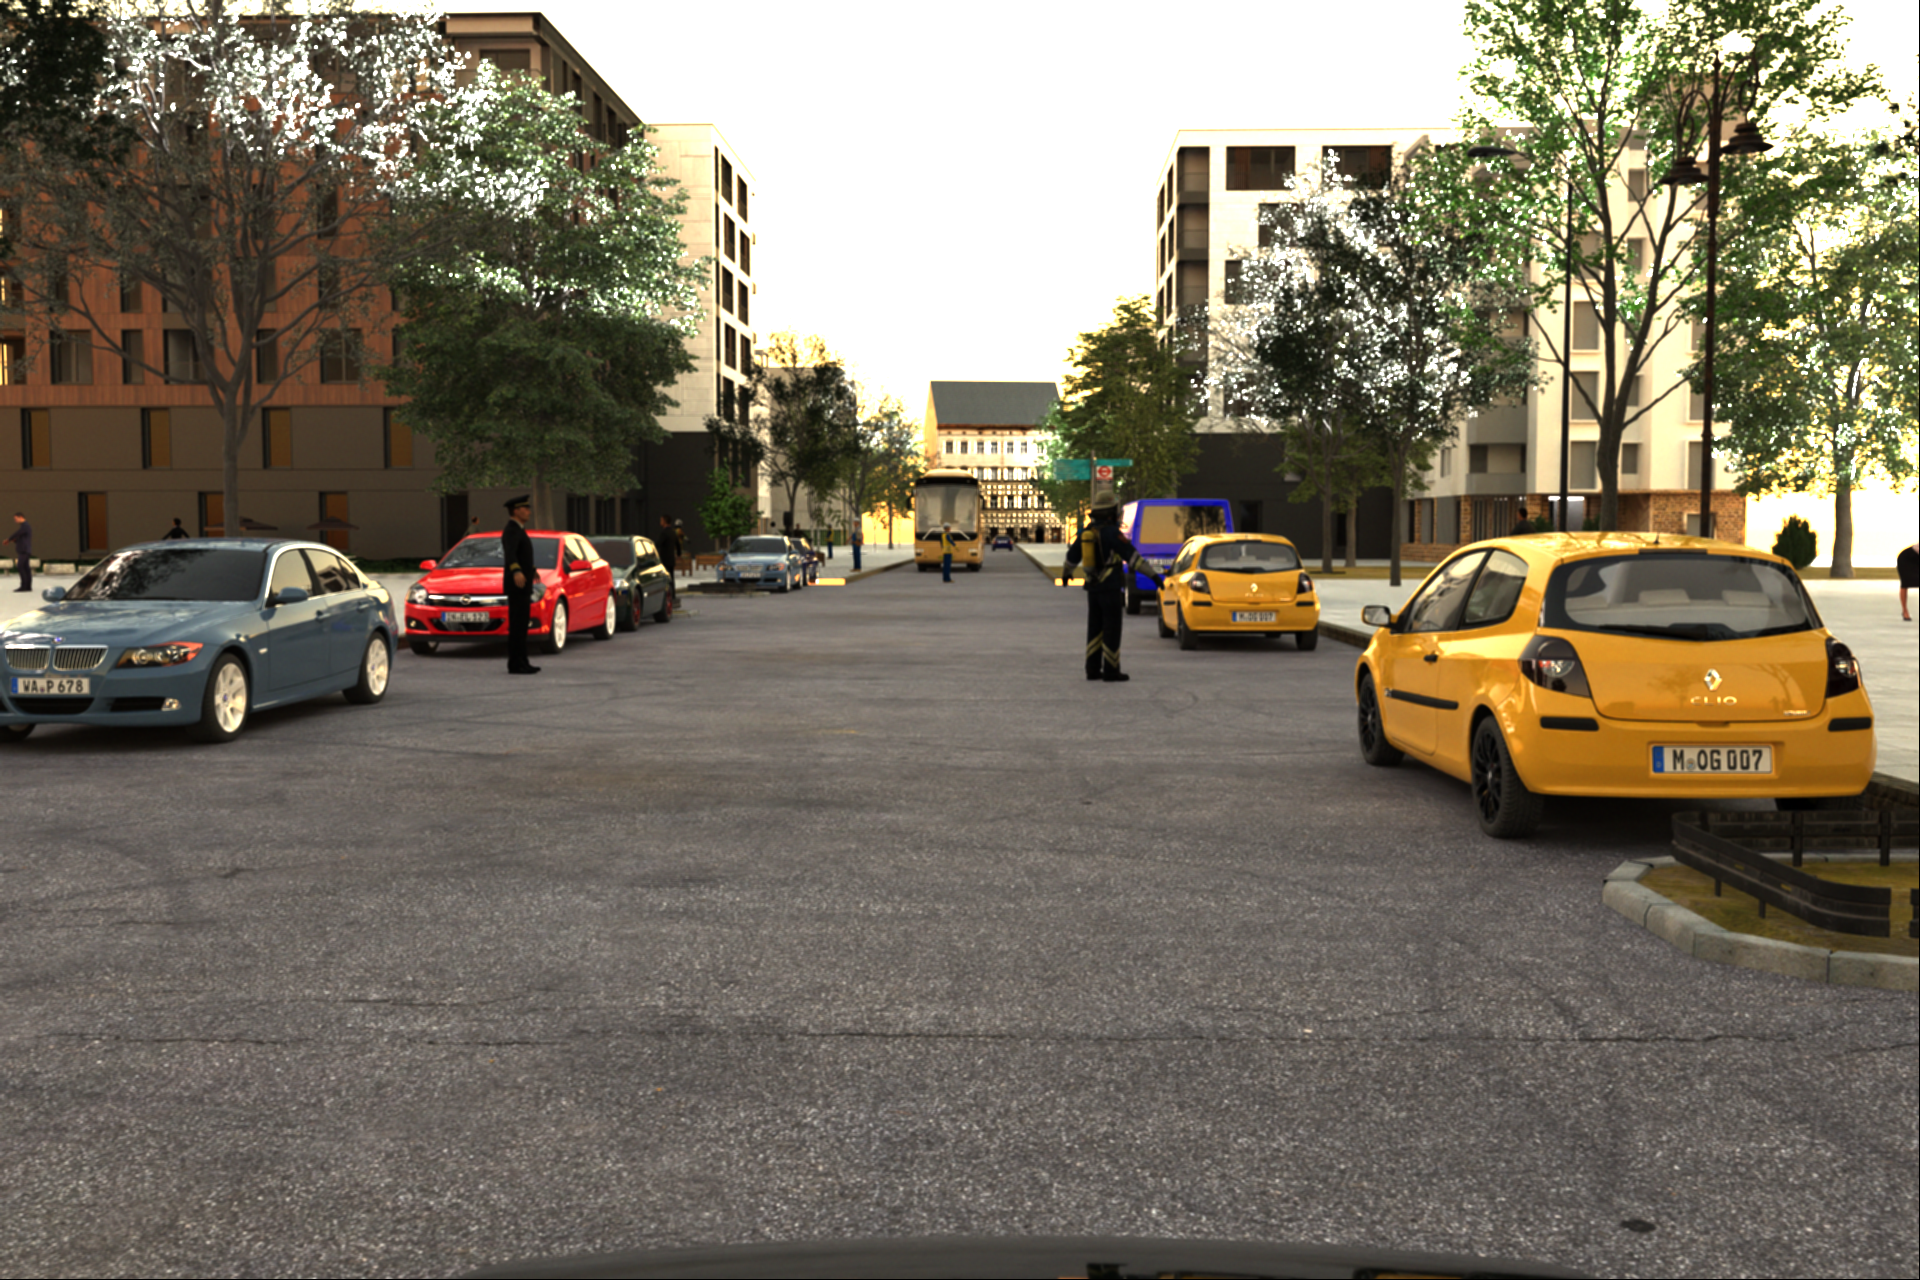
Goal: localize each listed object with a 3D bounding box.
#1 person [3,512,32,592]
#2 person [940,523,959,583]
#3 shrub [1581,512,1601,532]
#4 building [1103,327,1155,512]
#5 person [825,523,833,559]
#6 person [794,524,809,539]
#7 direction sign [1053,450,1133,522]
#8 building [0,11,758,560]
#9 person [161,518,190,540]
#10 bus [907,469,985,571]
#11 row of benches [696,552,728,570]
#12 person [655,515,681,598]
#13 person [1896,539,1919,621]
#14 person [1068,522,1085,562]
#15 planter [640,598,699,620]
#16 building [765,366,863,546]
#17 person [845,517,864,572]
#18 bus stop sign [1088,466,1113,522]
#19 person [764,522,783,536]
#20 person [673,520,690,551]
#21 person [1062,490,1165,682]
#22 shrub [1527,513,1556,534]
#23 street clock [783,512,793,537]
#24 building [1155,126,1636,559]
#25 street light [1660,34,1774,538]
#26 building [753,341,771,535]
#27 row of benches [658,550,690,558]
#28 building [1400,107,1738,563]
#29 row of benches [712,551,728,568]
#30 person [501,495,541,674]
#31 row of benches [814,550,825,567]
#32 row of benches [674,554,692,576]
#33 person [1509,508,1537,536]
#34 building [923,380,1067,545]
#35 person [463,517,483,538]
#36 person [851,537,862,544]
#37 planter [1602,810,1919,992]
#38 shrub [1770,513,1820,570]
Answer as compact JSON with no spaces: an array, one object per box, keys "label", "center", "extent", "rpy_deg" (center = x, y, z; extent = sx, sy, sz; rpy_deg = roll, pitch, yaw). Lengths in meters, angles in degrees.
[{"label":"person","center":[-20.986,-1.963,38.584],"extent":[0.568,1.767,0.683],"rpy_deg":[-2,4,-26]},{"label":"person","center":[-0.301,-2.590,51.264],"extent":[0.721,1.772,1.216],"rpy_deg":[-1,4,-22]},{"label":"shrub","center":[22.654,-3.518,61.567],"extent":[1.661,2.075,1.752],"rpy_deg":[0,3,0]},{"label":"building","center":[29.130,-20.963,186.720],"extent":[27.936,21.610,32.646],"rpy_deg":[0,4,1]},{"label":"person","center":[-6.725,-5.088,89.151],"extent":[0.705,1.833,1.349],"rpy_deg":[0,4,7]},{"label":"person","center":[-8.161,-4.975,87.482],"extent":[1.346,1.812,0.704],"rpy_deg":[-3,4,-36]},{"label":"direction sign","center":[4.222,-4.023,54.532],"extent":[2.525,3.948,1.411],"rpy_deg":[0,3,0]},{"label":"building","center":[-26.277,-14.731,84.824],"extent":[27.936,21.610,32.646],"rpy_deg":[0,4,2]},{"label":"person","center":[-22.754,-2.659,50.193],"extent":[0.721,1.740,1.216],"rpy_deg":[1,4,22]},{"label":"bus","center":[-0.344,-4.774,69.594],"extent":[2.896,3.916,12.252],"rpy_deg":[0,4,2]},{"label":"row of benches","center":[-7.310,-2.772,60.790],"extent":[4.104,0.672,1.422],"rpy_deg":[1,4,21]},{"label":"person","center":[-5.686,-1.515,33.459],"extent":[0.704,1.802,1.346],"rpy_deg":[1,4,20]},{"label":"person","center":[14.211,-0.994,25.483],"extent":[0.799,1.438,0.628],"rpy_deg":[3,4,36]},{"label":"person","center":[5.599,-4.476,79.303],"extent":[1.347,1.817,0.704],"rpy_deg":[-1,4,-15]},{"label":"planter","center":[-5.593,-0.542,29.995],"extent":[1.991,0.319,1.994],"rpy_deg":[0,4,1]},{"label":"building","center":[-20.666,-20.314,198.597],"extent":[16.747,18.905,31.486],"rpy_deg":[0,4,1]},{"label":"person","center":[-3.549,-3.257,59.105],"extent":[0.705,1.847,1.347],"rpy_deg":[-2,4,-30]},{"label":"bus stop sign","center":[4.936,-4.416,60.911],"extent":[0.855,3.939,0.416],"rpy_deg":[0,4,1]},{"label":"person","center":[-8.030,-4.184,74.589],"extent":[1.347,1.806,0.705],"rpy_deg":[1,4,22]},{"label":"person","center":[-11.147,-3.852,68.747],"extent":[0.705,1.858,1.354],"rpy_deg":[-3,5,-41]},{"label":"person","center":[1.435,-0.533,16.952],"extent":[0.705,1.856,1.354],"rpy_deg":[-3,5,-41]},{"label":"shrub","center":[21.917,-3.771,65.702],"extent":[1.661,2.075,1.752],"rpy_deg":[0,3,0]},{"label":"street clock","center":[-5.558,-3.138,55.884],"extent":[0.358,2.002,0.471],"rpy_deg":[0,4,2]},{"label":"building","center":[25.424,-15.878,103.577],"extent":[27.936,21.610,32.646],"rpy_deg":[0,4,2]},{"label":"street light","center":[7.224,-2.686,16.701],"extent":[0.468,5.910,1.993],"rpy_deg":[0,4,1]},{"label":"building","center":[-24.973,-18.968,166.544],"extent":[16.016,20.090,11.380],"rpy_deg":[0,4,2]},{"label":"row of benches","center":[-12.126,-3.120,66.476],"extent":[4.104,0.672,1.422],"rpy_deg":[-3,5,-40]},{"label":"building","center":[26.531,-13.877,83.315],"extent":[16.016,20.090,11.380],"rpy_deg":[0,4,2]},{"label":"row of benches","center":[-7.607,-3.020,64.842],"extent":[4.104,0.672,1.422],"rpy_deg":[2,4,31]},{"label":"person","center":[-4.519,-0.579,17.857],"extent":[0.705,1.837,1.347],"rpy_deg":[0,4,-7]},{"label":"row of benches","center":[-7.154,-3.274,68.987],"extent":[4.104,0.672,1.422],"rpy_deg":[2,4,27]},{"label":"row of benches","center":[-10.089,-2.305,53.153],"extent":[4.104,0.672,1.422],"rpy_deg":[1,4,14]},{"label":"person","center":[11.633,-1.826,35.918],"extent":[1.348,1.821,0.705],"rpy_deg":[-2,4,-34]},{"label":"building","center":[4.692,-25.263,246.434],"extent":[18.063,23.208,19.493],"rpy_deg":[0,4,-7]},{"label":"person","center":[-14.384,-2.766,51.497],"extent":[1.348,1.796,0.705],"rpy_deg":[2,4,32]},{"label":"person","center":[-5.212,-4.816,88.002],"extent":[0.599,1.433,0.991],"rpy_deg":[-3,4,-38]},{"label":"planter","center":[3.484,0.906,6.327],"extent":[1.991,0.319,1.994],"rpy_deg":[0,4,1]},{"label":"shrub","center":[29.784,-3.531,61.781],"extent":[1.661,2.075,1.752],"rpy_deg":[0,3,0]}]
